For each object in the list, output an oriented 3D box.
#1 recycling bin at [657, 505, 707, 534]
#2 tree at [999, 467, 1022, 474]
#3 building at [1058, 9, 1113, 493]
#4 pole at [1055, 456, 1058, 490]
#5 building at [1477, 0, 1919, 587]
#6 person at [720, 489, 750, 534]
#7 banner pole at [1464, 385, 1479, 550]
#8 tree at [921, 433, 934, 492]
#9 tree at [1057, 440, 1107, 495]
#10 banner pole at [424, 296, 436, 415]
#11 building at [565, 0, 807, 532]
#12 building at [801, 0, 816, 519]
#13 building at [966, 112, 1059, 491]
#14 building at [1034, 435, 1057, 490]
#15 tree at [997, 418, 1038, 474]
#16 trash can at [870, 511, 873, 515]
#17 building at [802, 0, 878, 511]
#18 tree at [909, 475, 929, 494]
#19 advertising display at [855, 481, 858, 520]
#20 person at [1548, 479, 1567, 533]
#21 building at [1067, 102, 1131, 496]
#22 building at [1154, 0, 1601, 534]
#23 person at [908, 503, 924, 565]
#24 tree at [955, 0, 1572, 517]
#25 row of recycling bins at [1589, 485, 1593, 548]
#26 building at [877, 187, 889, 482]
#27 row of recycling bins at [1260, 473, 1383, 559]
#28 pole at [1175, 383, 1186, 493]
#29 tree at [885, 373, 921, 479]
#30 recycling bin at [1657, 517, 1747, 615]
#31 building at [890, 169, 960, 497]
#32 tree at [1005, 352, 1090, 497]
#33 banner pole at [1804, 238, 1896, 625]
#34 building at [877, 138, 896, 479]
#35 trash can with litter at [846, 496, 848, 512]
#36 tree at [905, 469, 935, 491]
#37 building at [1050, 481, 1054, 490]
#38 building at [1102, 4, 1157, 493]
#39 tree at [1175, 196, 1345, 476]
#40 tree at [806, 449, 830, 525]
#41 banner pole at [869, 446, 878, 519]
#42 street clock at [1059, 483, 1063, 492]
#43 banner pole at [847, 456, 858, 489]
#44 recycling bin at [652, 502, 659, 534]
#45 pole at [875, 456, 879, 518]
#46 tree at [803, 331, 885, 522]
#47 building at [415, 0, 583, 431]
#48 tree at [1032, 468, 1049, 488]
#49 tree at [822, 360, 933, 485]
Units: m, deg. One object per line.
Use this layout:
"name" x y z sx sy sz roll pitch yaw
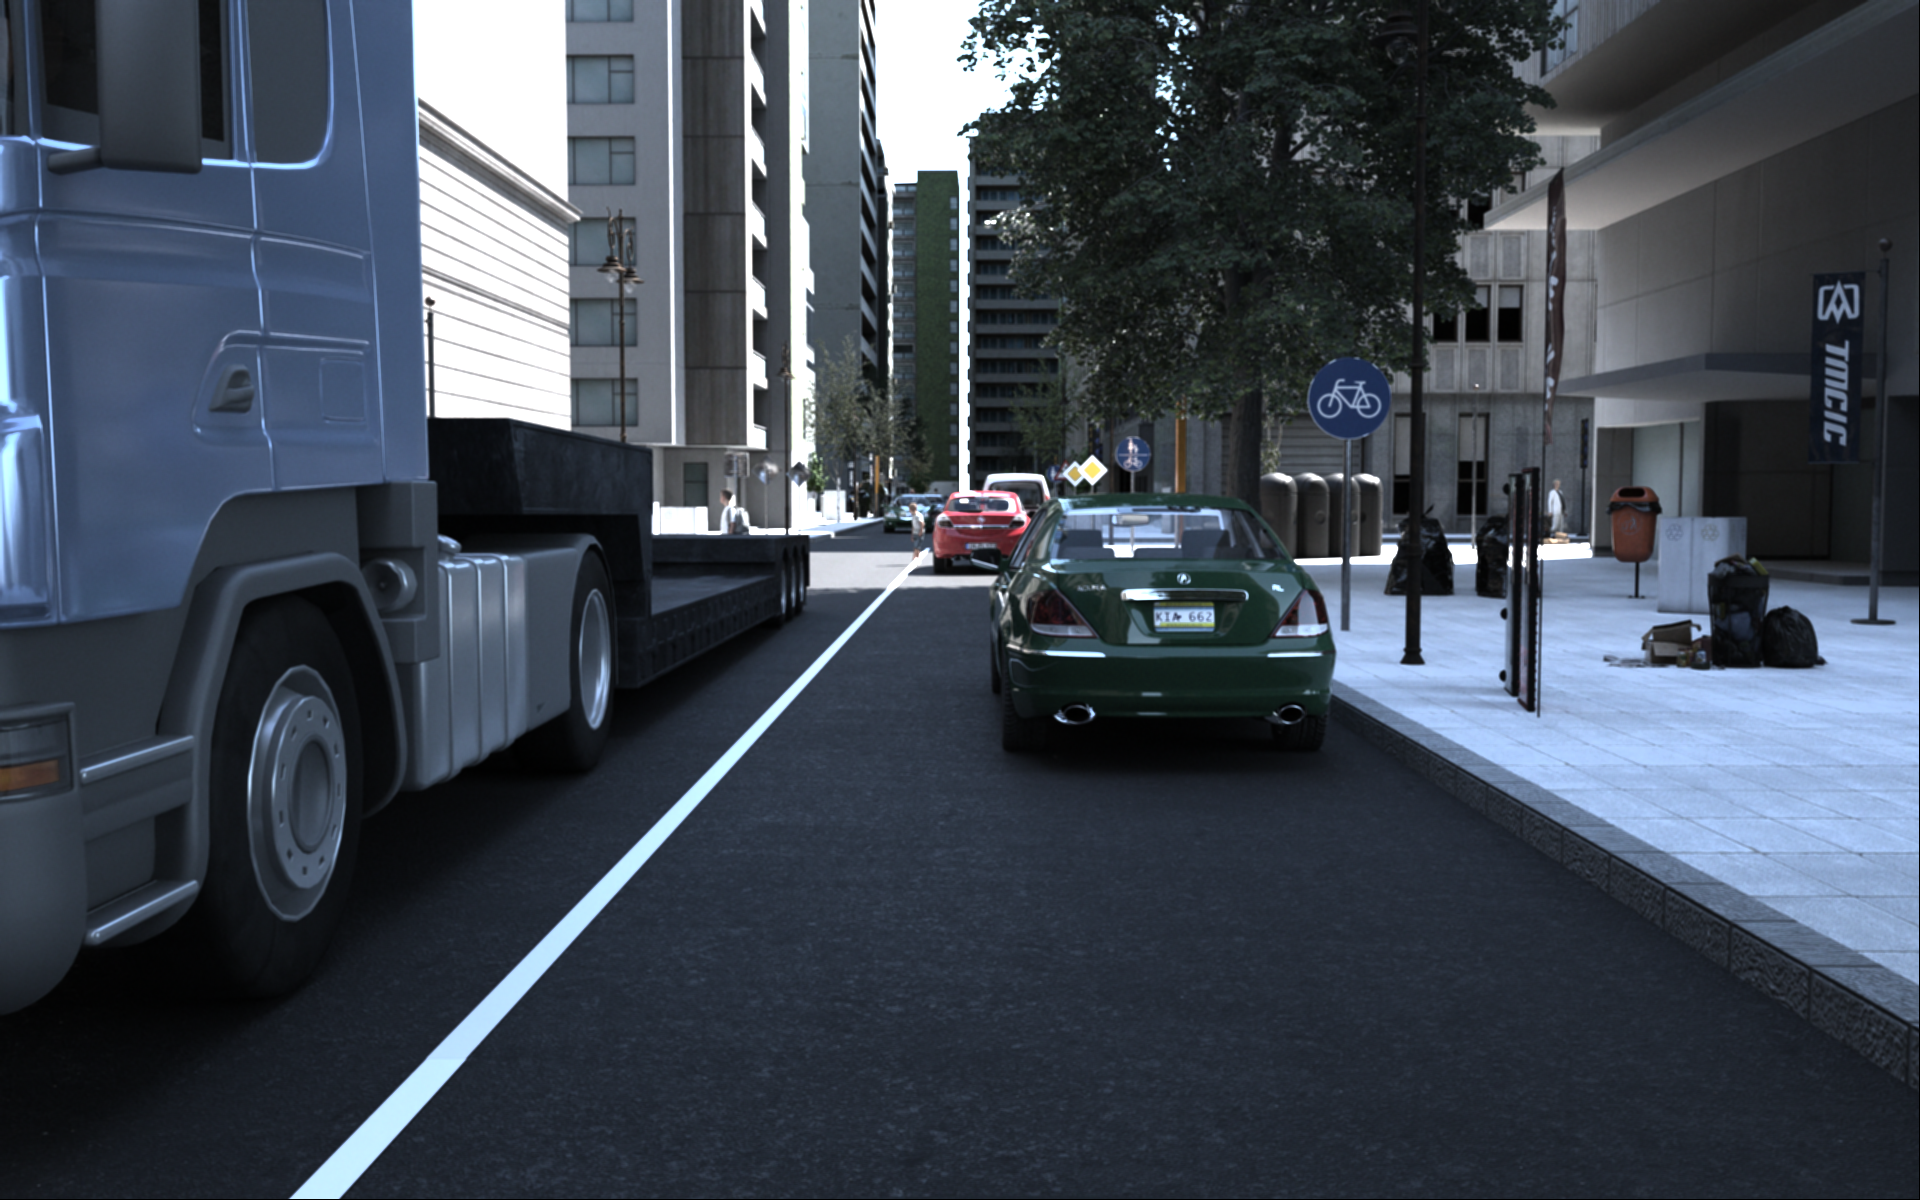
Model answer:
"recycling bin" -5.305 -1.269 33.300 0.722 1.027 0.722 1 4 10
"tree" 5.908 -13.489 204.266 4.285 4.588 4.351 0 3 0
"building" 14.964 -27.942 140.444 14.154 41.232 14.086 0 4 1
"pole" 5.081 -5.962 91.320 0.158 3.312 0.155 0 3 0
"building" 23.847 -26.437 21.484 28.713 52.752 27.495 0 4 1
"person" -3.331 -0.855 25.079 0.503 1.515 0.523 3 5 43
"banner pole" 11.899 -3.064 40.106 0.401 3.779 0.863 1 4 12
"tree" -4.530 -14.374 185.375 4.360 8.622 3.978 0 3 0
"tree" 4.569 -4.148 62.419 1.663 3.219 1.824 0 3 0
"banner pole" -6.825 -1.946 21.828 0.401 3.779 0.863 2 4 31
"building" -13.200 -23.068 60.764 14.154 41.232 14.086 0 4 1
"building" -18.799 -47.837 94.814 22.319 86.520 31.000 0 4 1
"building" 11.661 -36.666 223.183 21.600 48.544 21.300 0 4 1
"building" 19.522 -53.221 182.837 22.319 86.520 31.000 0 4 1
"tree" 5.388 -13.022 163.268 4.360 8.622 3.978 0 3 0
"trash can" -5.676 -5.929 108.590 0.748 1.137 0.748 0 3 0
"building" -17.835 -31.426 137.514 21.300 48.544 21.600 0 4 1
"tree" -4.098 -10.942 173.504 1.663 3.219 1.824 0 3 0
"advertising display" -5.125 -4.913 85.546 0.123 1.923 0.974 0 4 1
"person" 16.280 -2.390 47.454 0.818 1.842 0.514 2 4 28
"building" 17.253 -18.681 109.956 19.350 26.468 34.151 0 4 1
"building" 17.369 -14.819 60.316 19.932 24.808 12.078 0 4 1
"person" -0.877 -1.331 34.945 0.352 1.250 0.332 1 4 8
"tree" 4.110 -7.246 25.134 9.857 13.997 8.962 0 3 0
"row of recycling bins" 15.343 -1.999 39.802 1.069 1.692 3.534 0 4 2
"building" -13.779 -23.520 156.250 14.160 30.474 14.107 0 4 1
"row of recycling bins" 7.289 -1.702 34.945 3.534 1.692 1.069 -3 4 -39
"pole" 3.998 -2.297 31.391 0.158 3.312 0.155 0 3 0
"tree" -4.705 -9.503 105.741 4.360 8.622 3.978 0 3 0
"recycling bin" 8.034 -0.379 18.751 0.722 1.027 0.722 3 5 40
"building" -6.962 -32.852 220.720 14.086 41.232 14.154 0 4 1
"tree" 4.616 -8.366 87.151 4.737 8.622 4.395 0 3 0
"banner pole" 8.854 -1.661 17.177 0.863 3.779 0.401 2 4 33
"building" -19.045 -30.117 184.297 23.993 40.220 32.217 0 4 1
"trash can with litter" -8.011 -6.365 115.452 1.055 1.170 0.624 2 4 33
"tree" -4.579 -13.219 199.837 4.285 4.588 4.351 0 3 0
"building" 18.865 -43.948 156.801 20.563 71.187 20.611 0 4 1
"building" 14.562 -17.578 80.916 14.314 27.812 24.014 0 4 1
"tree" 7.029 -5.506 40.390 4.360 8.622 3.978 0 3 0
"tree" -5.992 -4.739 72.091 1.663 3.219 1.824 0 3 0
"banner pole" -4.537 -6.076 89.357 0.401 3.779 0.863 1 4 17
"street clock" 6.423 -6.405 109.291 0.358 2.002 0.471 -2 4 -25
"banner pole" -6.942 -7.535 113.206 0.863 3.779 0.401 0 4 7
"recycling bin" -9.477 -2.415 52.045 0.722 1.027 0.722 0 4 2
"pole" -4.421 -6.032 92.471 0.158 3.312 0.155 0 3 0
"tree" -5.551 -7.832 78.413 4.360 8.622 3.978 0 3 0
"building" -20.673 -11.763 34.132 24.055 21.916 13.314 0 4 1
"tree" 5.745 -8.221 129.021 1.663 3.219 1.824 0 3 0
"tree" -5.301 -11.353 120.036 7.601 10.594 8.767 2 4 28
